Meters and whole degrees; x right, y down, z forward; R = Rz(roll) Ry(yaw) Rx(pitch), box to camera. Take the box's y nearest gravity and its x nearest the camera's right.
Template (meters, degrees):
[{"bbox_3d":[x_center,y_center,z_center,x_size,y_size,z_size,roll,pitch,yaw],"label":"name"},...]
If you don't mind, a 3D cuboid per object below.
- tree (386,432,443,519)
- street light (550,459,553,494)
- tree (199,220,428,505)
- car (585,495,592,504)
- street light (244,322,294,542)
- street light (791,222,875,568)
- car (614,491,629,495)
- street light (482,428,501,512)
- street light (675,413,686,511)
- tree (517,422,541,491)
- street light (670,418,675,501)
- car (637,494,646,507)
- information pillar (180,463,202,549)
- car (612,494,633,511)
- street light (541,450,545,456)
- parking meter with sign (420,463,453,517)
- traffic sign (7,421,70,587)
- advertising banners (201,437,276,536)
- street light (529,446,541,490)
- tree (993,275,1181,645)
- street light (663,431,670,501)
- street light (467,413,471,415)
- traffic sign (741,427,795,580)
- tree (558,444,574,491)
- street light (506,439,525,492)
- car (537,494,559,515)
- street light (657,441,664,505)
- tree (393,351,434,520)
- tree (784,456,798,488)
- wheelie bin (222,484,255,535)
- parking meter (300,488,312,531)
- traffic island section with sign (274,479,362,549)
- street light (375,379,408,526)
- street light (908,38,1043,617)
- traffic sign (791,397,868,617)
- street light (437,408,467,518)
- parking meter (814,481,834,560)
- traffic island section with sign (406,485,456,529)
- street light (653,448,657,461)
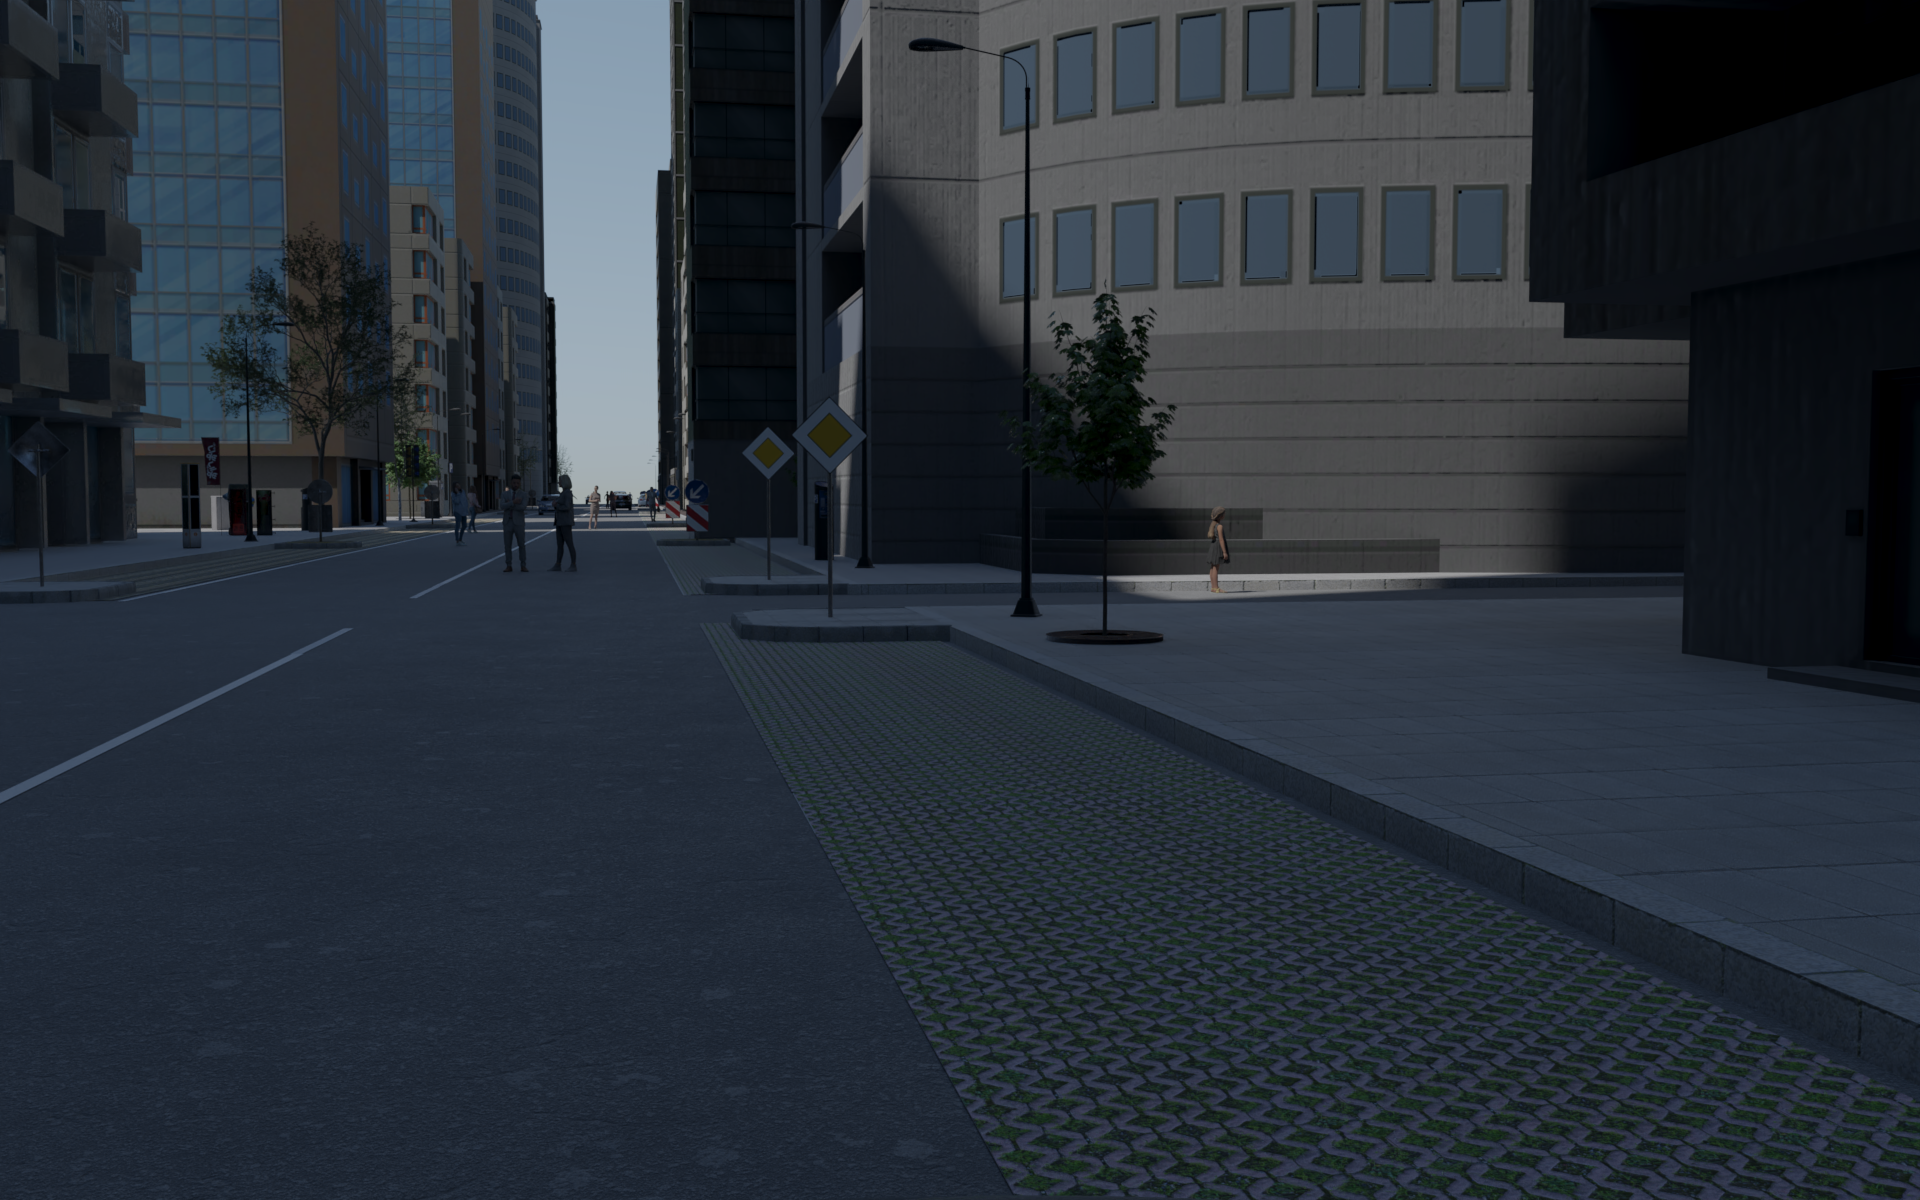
[{"bbox_3d":[-28.355,-6.445,89.085,4.285,4.588,4.351,0,3,0],"label":"tree"},{"bbox_3d":[-48.575,-14.110,203.233,1.470,5.913,1.316,-1,4,-11],"label":"street light"},{"bbox_3d":[-22.428,-7.683,60.028,8.767,10.594,7.601,0,4,6],"label":"tree"},{"bbox_3d":[-51.939,-14.181,244.432,1.945,1.354,3.894,-1,4,-9],"label":"car"},{"bbox_3d":[-18.634,-4.538,46.741,1.470,5.913,1.316,-1,4,-11],"label":"street light"},{"bbox_3d":[-2.184,-3.502,29.795,1.470,5.913,1.316,-1,4,-11],"label":"street light"},{"bbox_3d":[-40.991,-12.226,208.575,2.281,1.827,5.304,-1,4,-12],"label":"car"},{"bbox_3d":[-33.174,-9.175,122.553,1.470,5.913,1.316,-1,4,-11],"label":"street light"},{"bbox_3d":[-15.502,-7.788,99.876,1.470,5.913,1.316,-1,4,-11],"label":"street light"},{"bbox_3d":[-43.723,-13.527,171.527,4.360,8.622,3.978,0,3,0],"label":"tree"},{"bbox_3d":[-16.611,-8.100,104.976,1.470,5.913,1.316,-1,4,-11],"label":"street light"},{"bbox_3d":[-34.259,-10.832,189.105,2.014,1.417,4.499,-1,4,-12],"label":"car"},{"bbox_3d":[-18.138,-2.224,40.852,0.304,2.012,0.304,2,4,32],"label":"information pillar"},{"bbox_3d":[-29.805,-8.727,152.479,2.009,1.686,4.222,-1,4,-12],"label":"car"},{"bbox_3d":[-44.188,-12.711,180.360,1.470,5.913,1.316,-1,4,-11],"label":"street light"},{"bbox_3d":[-29.403,-6.175,97.218,1.738,3.016,0.543,0,4,3],"label":"parking meter with sign"},{"bbox_3d":[-12.725,-1.242,23.954,0.795,2.450,0.064,-1,4,-11],"label":"traffic sign"},{"bbox_3d":[-22.220,-3.496,53.340,2.074,3.025,0.090,-1,4,-15],"label":"advertising banners"},{"bbox_3d":[-41.998,-12.016,168.995,1.470,5.913,1.316,-1,4,-11],"label":"street light"},{"bbox_3d":[1.366,-1.262,15.239,1.663,3.219,1.824,0,3,0],"label":"tree"},{"bbox_3d":[-20.975,-9.520,128.186,1.470,5.913,1.316,-1,4,-11],"label":"street light"},{"bbox_3d":[-28.681,-7.745,99.172,1.470,5.913,1.316,-1,4,-11],"label":"street light"},{"bbox_3d":[-2.855,-1.356,25.817,0.795,2.450,0.064,-1,4,-11],"label":"traffic sign"},{"bbox_3d":[-58.989,-18.610,254.636,4.360,8.622,3.978,0,3,0],"label":"tree"},{"bbox_3d":[-37.487,-10.575,145.440,1.470,5.913,1.316,-1,4,-11],"label":"street light"},{"bbox_3d":[-27.987,-6.534,118.828,2.014,1.417,4.499,-1,4,-11],"label":"car"},{"bbox_3d":[-25.533,-10.958,151.708,1.470,5.913,1.316,-1,4,-11],"label":"street light"},{"bbox_3d":[-27.445,-8.186,84.197,4.360,8.622,3.978,0,3,0],"label":"tree"},{"bbox_3d":[-3.926,-3.337,49.161,1.663,3.219,1.824,0,3,0],"label":"tree"},{"bbox_3d":[-22.557,-2.832,54.212,0.980,1.594,0.693,-1,4,-13],"label":"wheelie bin"},{"bbox_3d":[-22.895,-3.197,60.675,0.372,1.533,0.369,0,3,0],"label":"parking meter"},{"bbox_3d":[-16.964,-2.278,45.880,1.989,1.847,2.006,-1,4,-11],"label":"traffic island section with sign"},{"bbox_3d":[-22.827,-5.939,69.651,1.470,5.913,1.316,-1,4,-11],"label":"street light"},{"bbox_3d":[0.164,-2.775,17.908,1.470,5.913,1.316,-1,4,-11],"label":"street light"},{"bbox_3d":[-1.353,-0.877,17.974,0.795,2.450,0.064,-1,4,-11],"label":"traffic sign"},{"bbox_3d":[-27.680,-7.412,93.724,1.470,5.913,1.316,-1,4,-11],"label":"street light"},{"bbox_3d":[-2.636,-1.540,33.592,0.372,1.533,0.369,0,3,0],"label":"parking meter"},{"bbox_3d":[-22.023,-3.898,72.358,1.989,1.847,2.006,-1,4,-11],"label":"traffic island section with sign"},{"bbox_3d":[-31.877,-13.026,185.517,1.470,5.913,1.316,-1,4,-11],"label":"street light"}]
